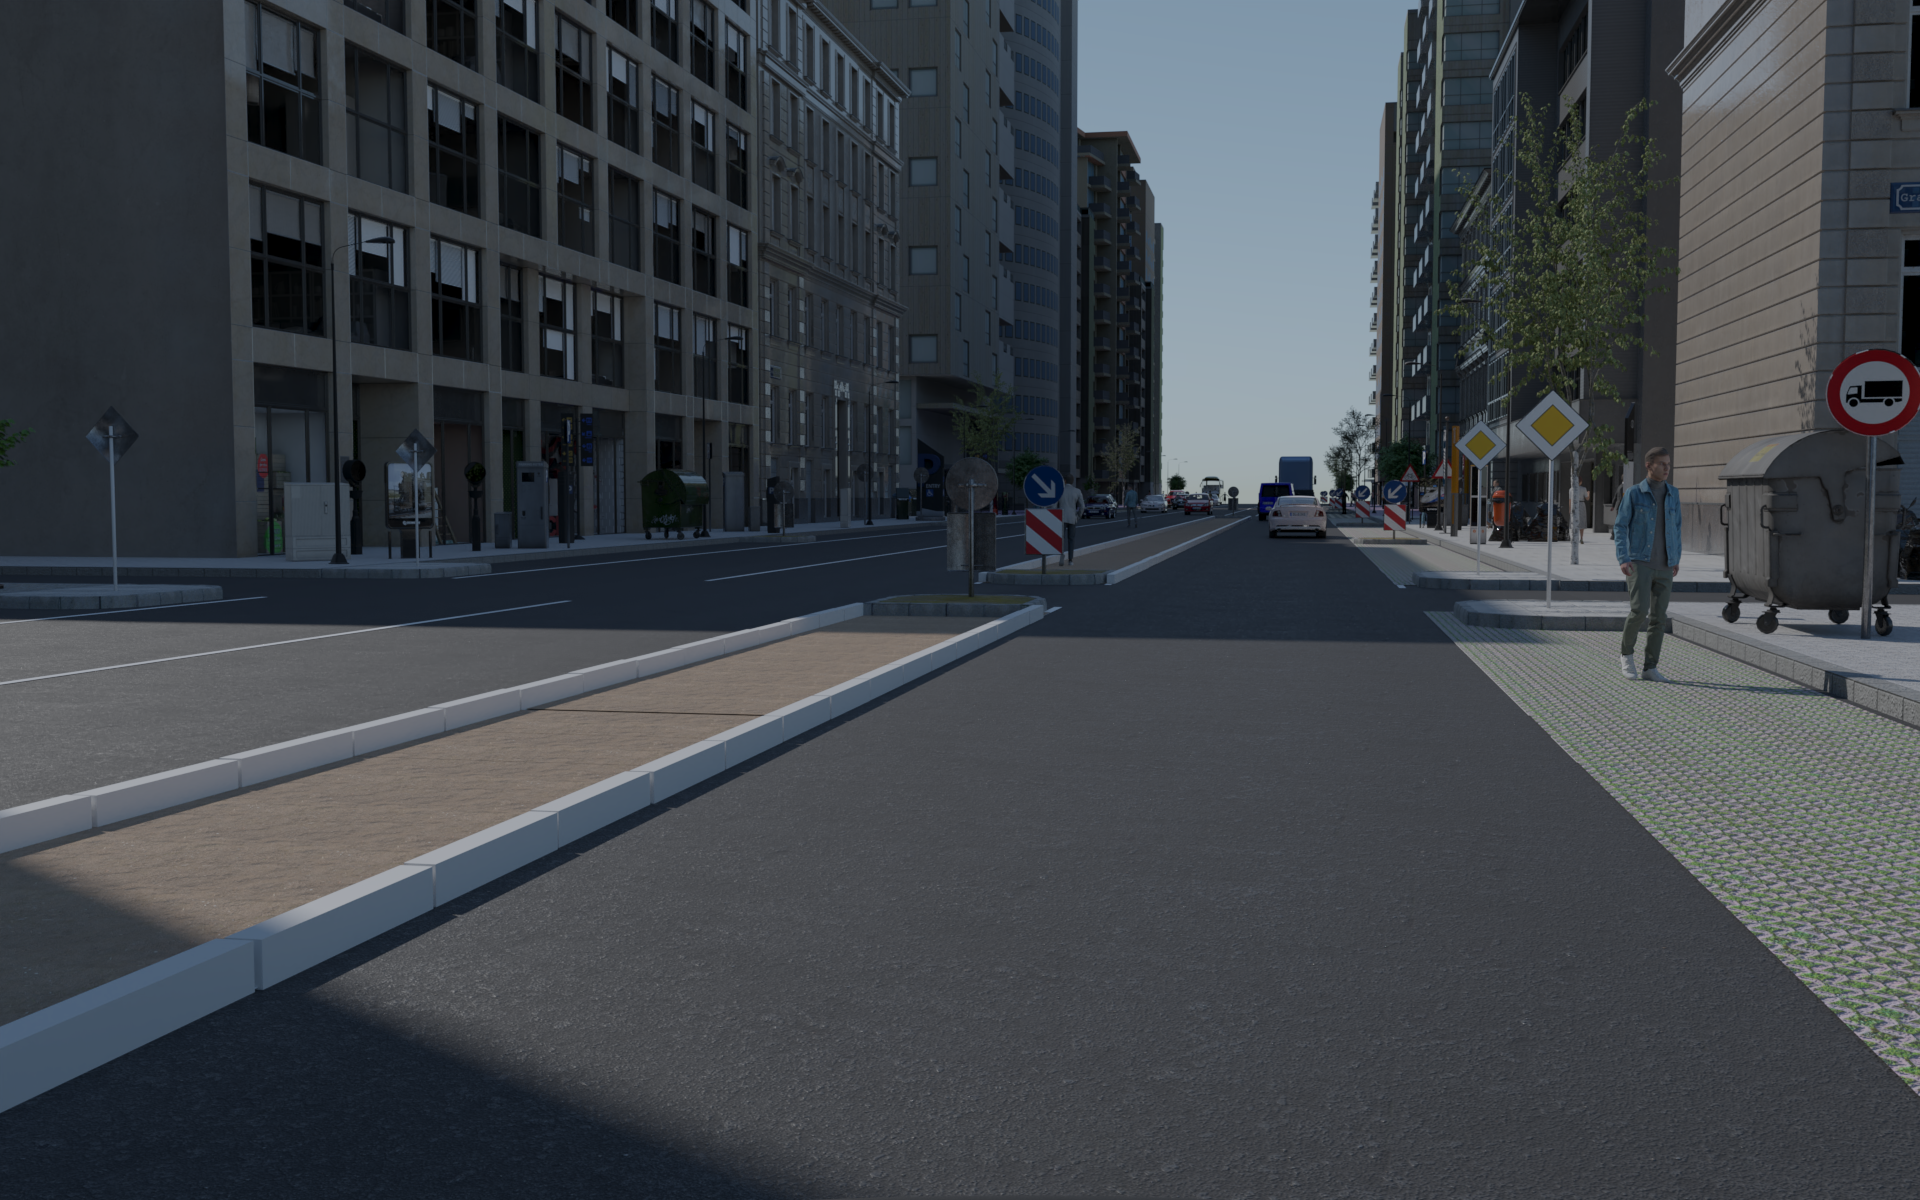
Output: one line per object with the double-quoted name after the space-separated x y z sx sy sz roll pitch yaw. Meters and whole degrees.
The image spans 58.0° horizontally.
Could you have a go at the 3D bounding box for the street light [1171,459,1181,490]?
27.792 -15.566 227.043 1.470 5.913 1.316 1 4 11 "street light"

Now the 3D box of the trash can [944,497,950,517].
-0.640 -5.314 98.538 0.748 1.137 0.748 0 3 0 "trash can"

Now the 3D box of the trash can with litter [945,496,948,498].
-1.140 -5.528 101.765 1.055 1.170 0.624 0 4 -6 "trash can with litter"

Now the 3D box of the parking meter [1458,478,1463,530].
17.570 -3.397 61.247 0.255 1.863 0.399 3 5 39 "parking meter"

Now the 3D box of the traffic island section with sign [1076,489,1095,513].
9.768 -7.362 128.996 1.989 1.847 2.006 1 4 11 "traffic island section with sign"

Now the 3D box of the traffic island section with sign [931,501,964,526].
-0.147 -4.303 78.976 1.989 1.847 2.006 1 4 11 "traffic island section with sign"

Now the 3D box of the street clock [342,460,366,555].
-12.799 -1.962 36.642 0.358 2.002 0.471 1 4 22 "street clock"

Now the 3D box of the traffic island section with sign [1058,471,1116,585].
1.469 -1.232 28.285 2.006 1.907 1.989 1 4 11 "traffic island section with sign"

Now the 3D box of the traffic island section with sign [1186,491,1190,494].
31.049 -13.932 236.417 1.989 1.847 2.006 1 4 11 "traffic island section with sign"

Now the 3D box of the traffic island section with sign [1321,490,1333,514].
27.198 -7.105 124.795 1.989 1.847 2.006 1 4 11 "traffic island section with sign"

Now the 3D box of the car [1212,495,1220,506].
30.539 -12.111 210.381 2.083 1.381 4.827 1 4 12 "car"

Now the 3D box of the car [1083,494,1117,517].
9.076 -6.124 111.927 2.131 1.459 4.920 1 4 11 "car"

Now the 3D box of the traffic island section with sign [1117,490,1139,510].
14.996 -8.979 155.442 1.989 1.847 2.006 1 4 11 "traffic island section with sign"

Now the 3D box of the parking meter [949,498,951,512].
-0.369 -5.052 88.316 0.399 1.863 0.255 0 4 1 "parking meter"

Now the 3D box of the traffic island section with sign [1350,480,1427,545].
12.329 -2.514 49.725 1.989 1.847 2.006 1 4 11 "traffic island section with sign"

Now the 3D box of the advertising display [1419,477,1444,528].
17.737 -3.659 65.041 0.974 1.923 0.123 1 4 23 "advertising display"

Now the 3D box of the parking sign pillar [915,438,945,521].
-1.423 -5.801 83.324 1.447 3.967 1.447 1 4 10 "parking sign pillar"

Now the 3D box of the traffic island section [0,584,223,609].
-11.235 -0.044 23.003 2.009 0.180 2.903 1 4 11 "traffic island section"

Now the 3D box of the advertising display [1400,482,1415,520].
22.201 -4.941 85.991 0.123 1.923 0.974 -2 4 -24 "advertising display"

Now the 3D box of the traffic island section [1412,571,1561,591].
8.211 -0.307 27.299 2.009 0.180 2.903 1 4 11 "traffic island section"

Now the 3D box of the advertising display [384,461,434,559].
-10.956 -1.789 34.466 0.974 1.923 0.123 -3 5 -42 "advertising display"

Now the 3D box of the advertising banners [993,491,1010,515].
2.125 -6.633 104.639 2.074 3.025 0.090 -2 4 -34 "advertising banners"

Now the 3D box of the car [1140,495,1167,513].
14.906 -7.375 132.942 2.083 1.381 4.827 1 4 10 "car"

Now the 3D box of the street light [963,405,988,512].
0.748 -7.225 90.671 1.470 5.913 1.316 1 4 11 "street light"

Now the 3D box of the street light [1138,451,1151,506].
20.006 -13.149 187.525 1.470 5.913 1.316 1 4 11 "street light"

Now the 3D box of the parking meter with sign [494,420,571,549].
-10.078 -2.724 40.794 1.738 3.016 0.543 0 4 -5 "parking meter with sign"

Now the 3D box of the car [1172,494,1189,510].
20.456 -9.122 158.923 2.009 1.686 4.222 1 4 11 "car"

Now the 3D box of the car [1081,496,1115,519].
8.040 -5.411 101.046 1.945 1.354 3.894 1 4 11 "car"

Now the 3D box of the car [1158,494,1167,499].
22.270 -10.943 190.912 2.014 1.417 4.499 1 4 12 "car"

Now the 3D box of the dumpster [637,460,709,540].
-8.143 -2.854 49.161 1.502 2.255 1.985 1 4 11 "dumpster"

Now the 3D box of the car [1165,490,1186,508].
22.040 -10.235 176.014 2.281 1.827 5.304 1 4 12 "car"

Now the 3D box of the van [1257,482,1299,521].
17.344 -5.517 94.581 2.240 2.365 5.245 1 4 13 "van"

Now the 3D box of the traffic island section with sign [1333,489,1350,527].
17.597 -4.137 76.269 1.989 1.847 2.006 1 4 11 "traffic island section with sign"

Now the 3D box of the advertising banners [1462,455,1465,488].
21.451 -4.772 74.216 0.090 3.025 2.074 1 4 10 "advertising banners"

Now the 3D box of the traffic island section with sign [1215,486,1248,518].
16.063 -5.741 101.998 2.006 1.907 1.989 1 4 11 "traffic island section with sign"

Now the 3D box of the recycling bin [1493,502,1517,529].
17.885 -2.709 56.849 0.722 1.027 0.722 1 4 19 "recycling bin"

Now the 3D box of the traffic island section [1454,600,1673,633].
6.659 0.172 19.466 2.009 0.180 2.903 1 4 11 "traffic island section"

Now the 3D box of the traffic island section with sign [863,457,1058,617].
0.020 -0.788 21.021 2.006 1.907 1.989 1 4 11 "traffic island section with sign"

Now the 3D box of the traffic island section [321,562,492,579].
-9.683 -0.523 30.836 2.009 0.180 2.903 1 4 11 "traffic island section"

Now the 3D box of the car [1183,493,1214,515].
16.521 -6.776 119.821 2.155 1.783 4.494 1 4 11 "car"

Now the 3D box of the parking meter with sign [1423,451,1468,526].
19.549 -4.494 69.730 1.738 3.016 0.543 0 4 4 "parking meter with sign"

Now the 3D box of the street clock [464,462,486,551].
-10.883 -2.101 38.925 0.471 2.002 0.358 -1 4 -13 "street clock"

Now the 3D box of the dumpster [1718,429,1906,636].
8.040 -0.651 16.406 1.264 1.857 1.865 1 4 11 "dumpster"

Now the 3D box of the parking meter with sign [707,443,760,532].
-7.723 -3.846 59.144 1.738 3.016 0.543 -1 4 -19 "parking meter with sign"

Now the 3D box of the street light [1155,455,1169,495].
23.909 -14.348 207.130 1.470 5.913 1.316 1 4 11 "street light"

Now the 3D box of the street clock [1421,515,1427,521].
21.810 -4.697 81.370 0.471 2.002 0.358 3 5 40 "street clock"

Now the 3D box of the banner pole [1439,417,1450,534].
15.761 -4.052 56.270 0.401 3.779 0.863 0 4 6 "banner pole"

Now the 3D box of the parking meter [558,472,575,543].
-10.247 -2.409 45.090 0.255 1.863 0.399 2 4 29 "parking meter"

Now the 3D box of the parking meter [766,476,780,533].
-6.125 -3.122 56.751 0.399 1.863 0.255 1 4 20 "parking meter"

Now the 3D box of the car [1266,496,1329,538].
11.232 -2.773 57.700 2.083 1.381 4.827 1 4 10 "car"

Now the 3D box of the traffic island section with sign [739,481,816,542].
-5.436 -2.672 52.314 1.989 1.847 2.006 1 4 11 "traffic island section with sign"
